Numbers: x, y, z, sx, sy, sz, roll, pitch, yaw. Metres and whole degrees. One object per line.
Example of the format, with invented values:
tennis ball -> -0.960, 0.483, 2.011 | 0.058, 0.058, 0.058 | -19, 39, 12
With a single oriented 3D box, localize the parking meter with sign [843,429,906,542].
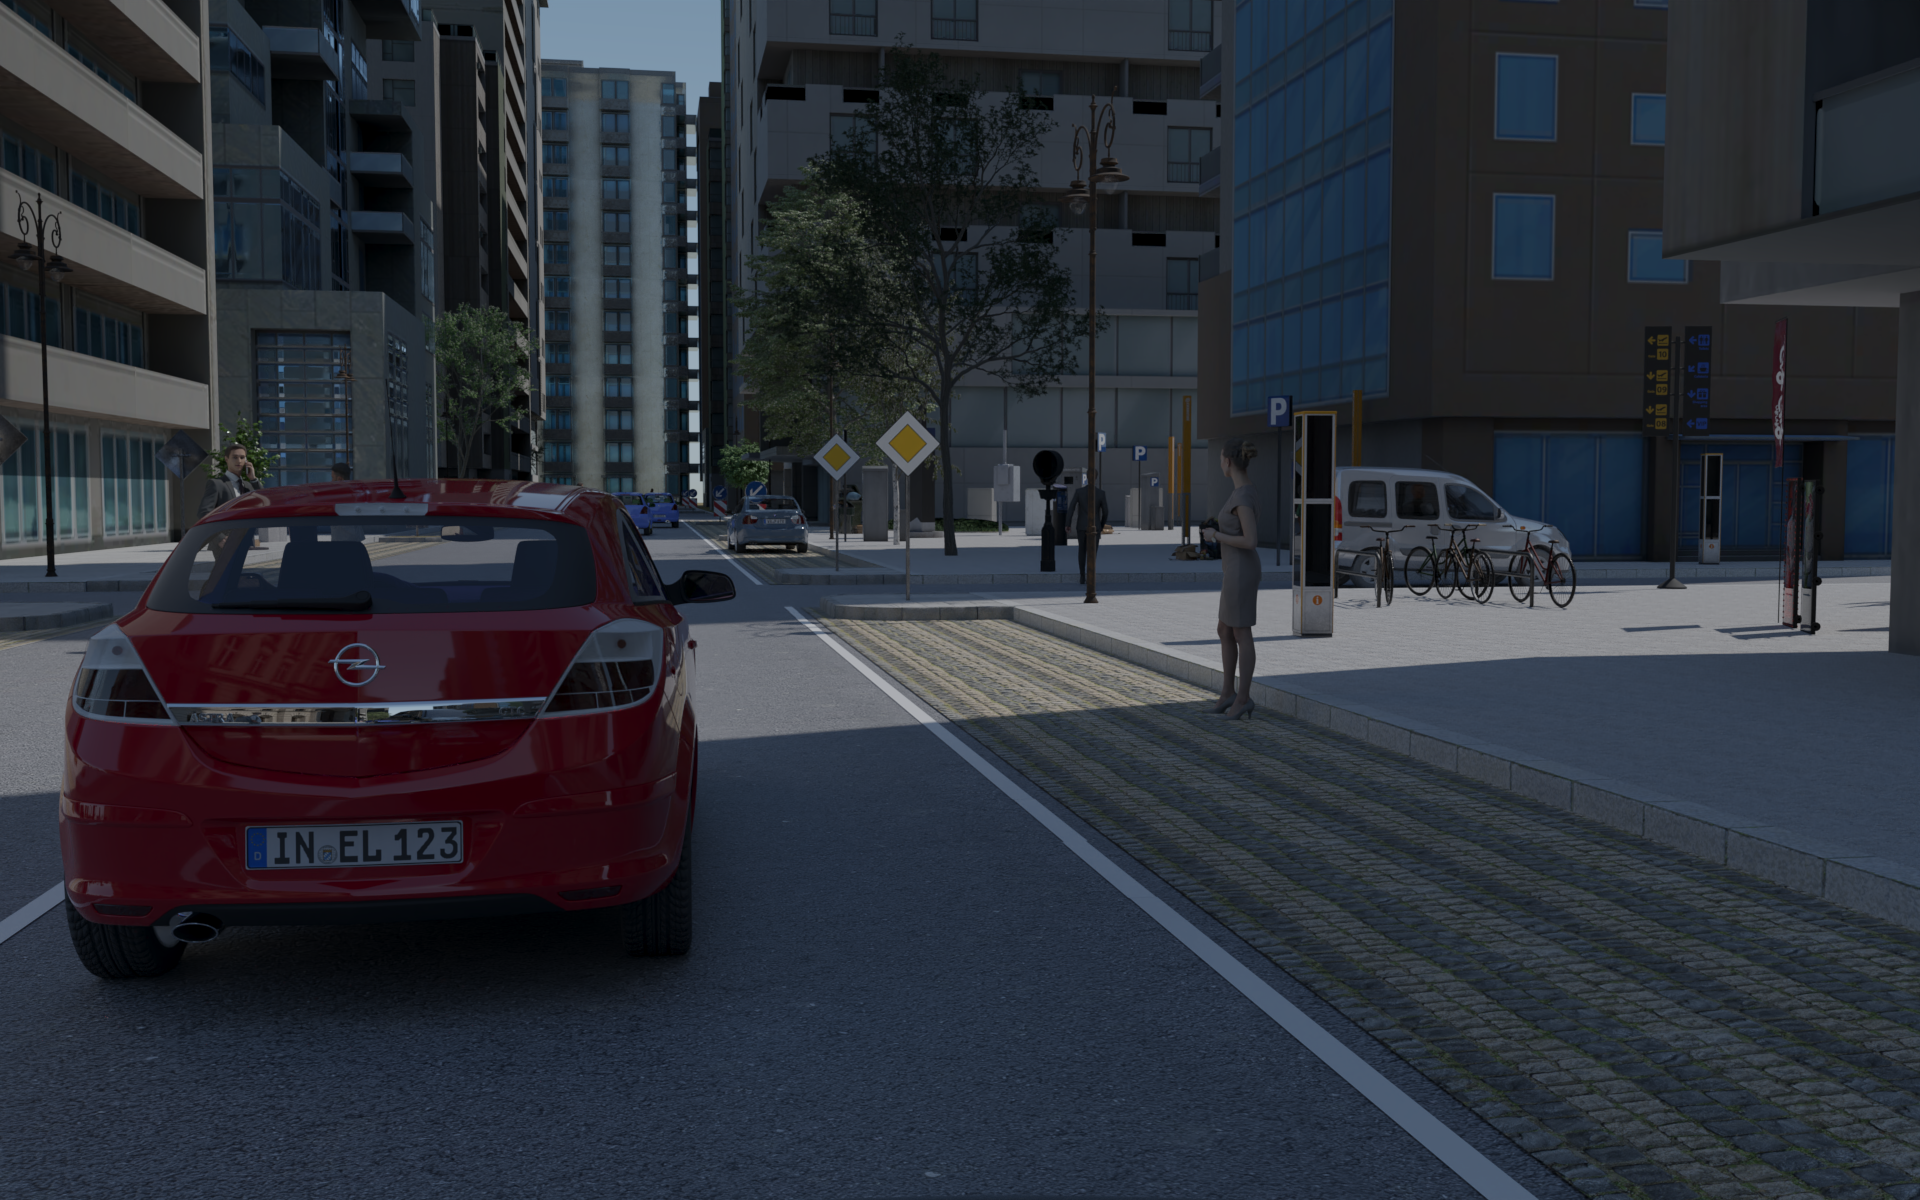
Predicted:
parking meter with sign -> -2.283, -3.096, 46.881 | 1.738, 3.016, 0.543 | 0, 4, -7

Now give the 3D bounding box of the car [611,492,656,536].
car -> -11.689, -3.135, 60.841 | 1.945, 1.707, 3.694 | -1, 4, -8

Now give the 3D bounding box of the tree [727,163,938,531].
tree -> -4.694, -8.667, 59.837 | 7.486, 12.596, 7.792 | 0, 3, 0

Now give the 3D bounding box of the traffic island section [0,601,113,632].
traffic island section -> -10.692, 0.194, 19.115 | 2.009, 0.180, 2.903 | -1, 4, -10

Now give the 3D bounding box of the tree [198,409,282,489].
tree -> -16.510, -2.768, 39.854 | 1.663, 3.219, 1.824 | 0, 3, 0

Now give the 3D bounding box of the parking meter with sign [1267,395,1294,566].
parking meter with sign -> 6.359, -2.140, 31.242 | 1.738, 3.016, 0.543 | -2, 4, -34

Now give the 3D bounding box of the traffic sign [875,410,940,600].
traffic sign -> -0.632, -1.051, 20.831 | 0.795, 2.450, 0.064 | -1, 4, -10

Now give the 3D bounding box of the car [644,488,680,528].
car -> -12.925, -3.943, 74.064 | 1.945, 1.707, 3.694 | -1, 4, -12

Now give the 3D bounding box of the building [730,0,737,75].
building -> -7.494, -28.234, 111.744 | 14.600, 45.320, 14.200 | -1, 4, -10

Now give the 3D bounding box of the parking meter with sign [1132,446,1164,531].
parking meter with sign -> 6.739, -3.991, 61.517 | 0.543, 3.016, 1.738 | -1, 4, -20

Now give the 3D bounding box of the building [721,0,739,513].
building -> -10.366, -27.098, 126.641 | 14.154, 41.232, 14.086 | -1, 4, -10

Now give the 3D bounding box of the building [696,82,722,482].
building -> -21.798, -33.179, 192.582 | 14.200, 45.320, 14.600 | -1, 4, -10

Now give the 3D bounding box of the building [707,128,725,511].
building -> -13.480, -22.583, 140.929 | 14.160, 30.474, 14.107 | -1, 4, -10

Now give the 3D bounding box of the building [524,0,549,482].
building -> -51.996, -34.759, 157.548 | 27.495, 52.752, 28.713 | -1, 4, -10

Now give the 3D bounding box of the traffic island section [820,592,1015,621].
traffic island section -> -0.610, 0.084, 20.912 | 2.009, 0.180, 2.903 | -1, 4, -10

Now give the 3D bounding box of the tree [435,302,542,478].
tree -> -26.561, -10.198, 92.497 | 9.928, 11.665, 9.643 | 0, 3, 0

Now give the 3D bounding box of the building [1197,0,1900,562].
building -> 14.319, -23.736, 38.203 | 14.200, 45.320, 14.600 | -1, 4, -10

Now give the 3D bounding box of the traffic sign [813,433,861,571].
traffic sign -> -2.042, -1.532, 28.691 | 0.795, 2.450, 0.064 | -1, 4, -10

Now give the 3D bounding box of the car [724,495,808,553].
car -> -4.817, -1.904, 43.139 | 2.014, 1.417, 4.499 | -1, 4, -11

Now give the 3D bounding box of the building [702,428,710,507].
building -> -12.811, -52.003, 162.918 | 22.319, 86.520, 31.000 | -1, 4, -10

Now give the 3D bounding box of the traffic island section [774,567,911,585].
traffic island section -> -2.020, -0.397, 28.772 | 2.009, 0.180, 2.903 | -1, 4, -10

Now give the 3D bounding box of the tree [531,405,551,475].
tree -> -35.494, -11.643, 140.725 | 4.360, 8.622, 3.978 | 0, 3, 0

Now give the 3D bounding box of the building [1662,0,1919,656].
building -> 11.692, -19.808, 7.456 | 14.154, 41.232, 14.086 | -1, 4, -10

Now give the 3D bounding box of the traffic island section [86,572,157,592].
traffic island section -> -12.102, -0.287, 26.975 | 2.009, 0.180, 2.903 | -1, 4, -10

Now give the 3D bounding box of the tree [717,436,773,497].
tree -> -12.187, -7.032, 98.692 | 4.285, 4.588, 4.351 | 0, 3, 0

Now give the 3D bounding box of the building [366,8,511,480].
building -> -35.627, -20.480, 106.548 | 14.160, 30.474, 14.107 | -1, 4, -10

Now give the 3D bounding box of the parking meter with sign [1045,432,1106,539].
parking meter with sign -> 3.265, -3.260, 49.562 | 1.738, 3.016, 0.543 | 2, 4, 30

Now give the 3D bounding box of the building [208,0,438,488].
building -> -32.087, -46.086, 66.184 | 22.319, 86.520, 31.000 | -1, 4, -10

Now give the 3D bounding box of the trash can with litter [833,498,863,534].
trash can with litter -> -3.543, -2.706, 55.628 | 1.055, 1.170, 0.624 | -3, 5, -44

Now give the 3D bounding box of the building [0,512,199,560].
building -> -28.595, -25.045, 33.186 | 21.300, 48.544, 21.600 | -1, 4, -10

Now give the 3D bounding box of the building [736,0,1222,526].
building -> 3.617, -30.095, 81.295 | 28.713, 52.752, 27.495 | -1, 4, -10

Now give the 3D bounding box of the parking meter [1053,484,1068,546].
parking meter -> 2.498, -2.125, 43.162 | 0.372, 1.533, 0.369 | 0, 3, 0

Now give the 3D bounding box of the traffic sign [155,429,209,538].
traffic sign -> -12.080, -1.424, 26.918 | 0.795, 2.450, 0.064 | -1, 4, -10

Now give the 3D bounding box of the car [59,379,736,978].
car -> -1.939, 0.142, 6.716 | 2.155, 1.783, 4.494 | -1, 4, -9

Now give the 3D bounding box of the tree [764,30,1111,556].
tree -> -0.528, -6.200, 35.781 | 7.601, 10.594, 8.767 | -1, 4, -12

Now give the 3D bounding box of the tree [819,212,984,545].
tree -> -1.554, -5.678, 43.191 | 4.360, 8.622, 3.978 | 0, 3, 0

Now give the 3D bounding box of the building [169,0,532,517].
building -> -42.471, -30.554, 123.258 | 21.300, 48.544, 21.600 | -1, 4, -10

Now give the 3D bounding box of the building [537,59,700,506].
building -> -44.796, -35.109, 193.641 | 30.456, 49.044, 23.786 | -1, 4, -10
